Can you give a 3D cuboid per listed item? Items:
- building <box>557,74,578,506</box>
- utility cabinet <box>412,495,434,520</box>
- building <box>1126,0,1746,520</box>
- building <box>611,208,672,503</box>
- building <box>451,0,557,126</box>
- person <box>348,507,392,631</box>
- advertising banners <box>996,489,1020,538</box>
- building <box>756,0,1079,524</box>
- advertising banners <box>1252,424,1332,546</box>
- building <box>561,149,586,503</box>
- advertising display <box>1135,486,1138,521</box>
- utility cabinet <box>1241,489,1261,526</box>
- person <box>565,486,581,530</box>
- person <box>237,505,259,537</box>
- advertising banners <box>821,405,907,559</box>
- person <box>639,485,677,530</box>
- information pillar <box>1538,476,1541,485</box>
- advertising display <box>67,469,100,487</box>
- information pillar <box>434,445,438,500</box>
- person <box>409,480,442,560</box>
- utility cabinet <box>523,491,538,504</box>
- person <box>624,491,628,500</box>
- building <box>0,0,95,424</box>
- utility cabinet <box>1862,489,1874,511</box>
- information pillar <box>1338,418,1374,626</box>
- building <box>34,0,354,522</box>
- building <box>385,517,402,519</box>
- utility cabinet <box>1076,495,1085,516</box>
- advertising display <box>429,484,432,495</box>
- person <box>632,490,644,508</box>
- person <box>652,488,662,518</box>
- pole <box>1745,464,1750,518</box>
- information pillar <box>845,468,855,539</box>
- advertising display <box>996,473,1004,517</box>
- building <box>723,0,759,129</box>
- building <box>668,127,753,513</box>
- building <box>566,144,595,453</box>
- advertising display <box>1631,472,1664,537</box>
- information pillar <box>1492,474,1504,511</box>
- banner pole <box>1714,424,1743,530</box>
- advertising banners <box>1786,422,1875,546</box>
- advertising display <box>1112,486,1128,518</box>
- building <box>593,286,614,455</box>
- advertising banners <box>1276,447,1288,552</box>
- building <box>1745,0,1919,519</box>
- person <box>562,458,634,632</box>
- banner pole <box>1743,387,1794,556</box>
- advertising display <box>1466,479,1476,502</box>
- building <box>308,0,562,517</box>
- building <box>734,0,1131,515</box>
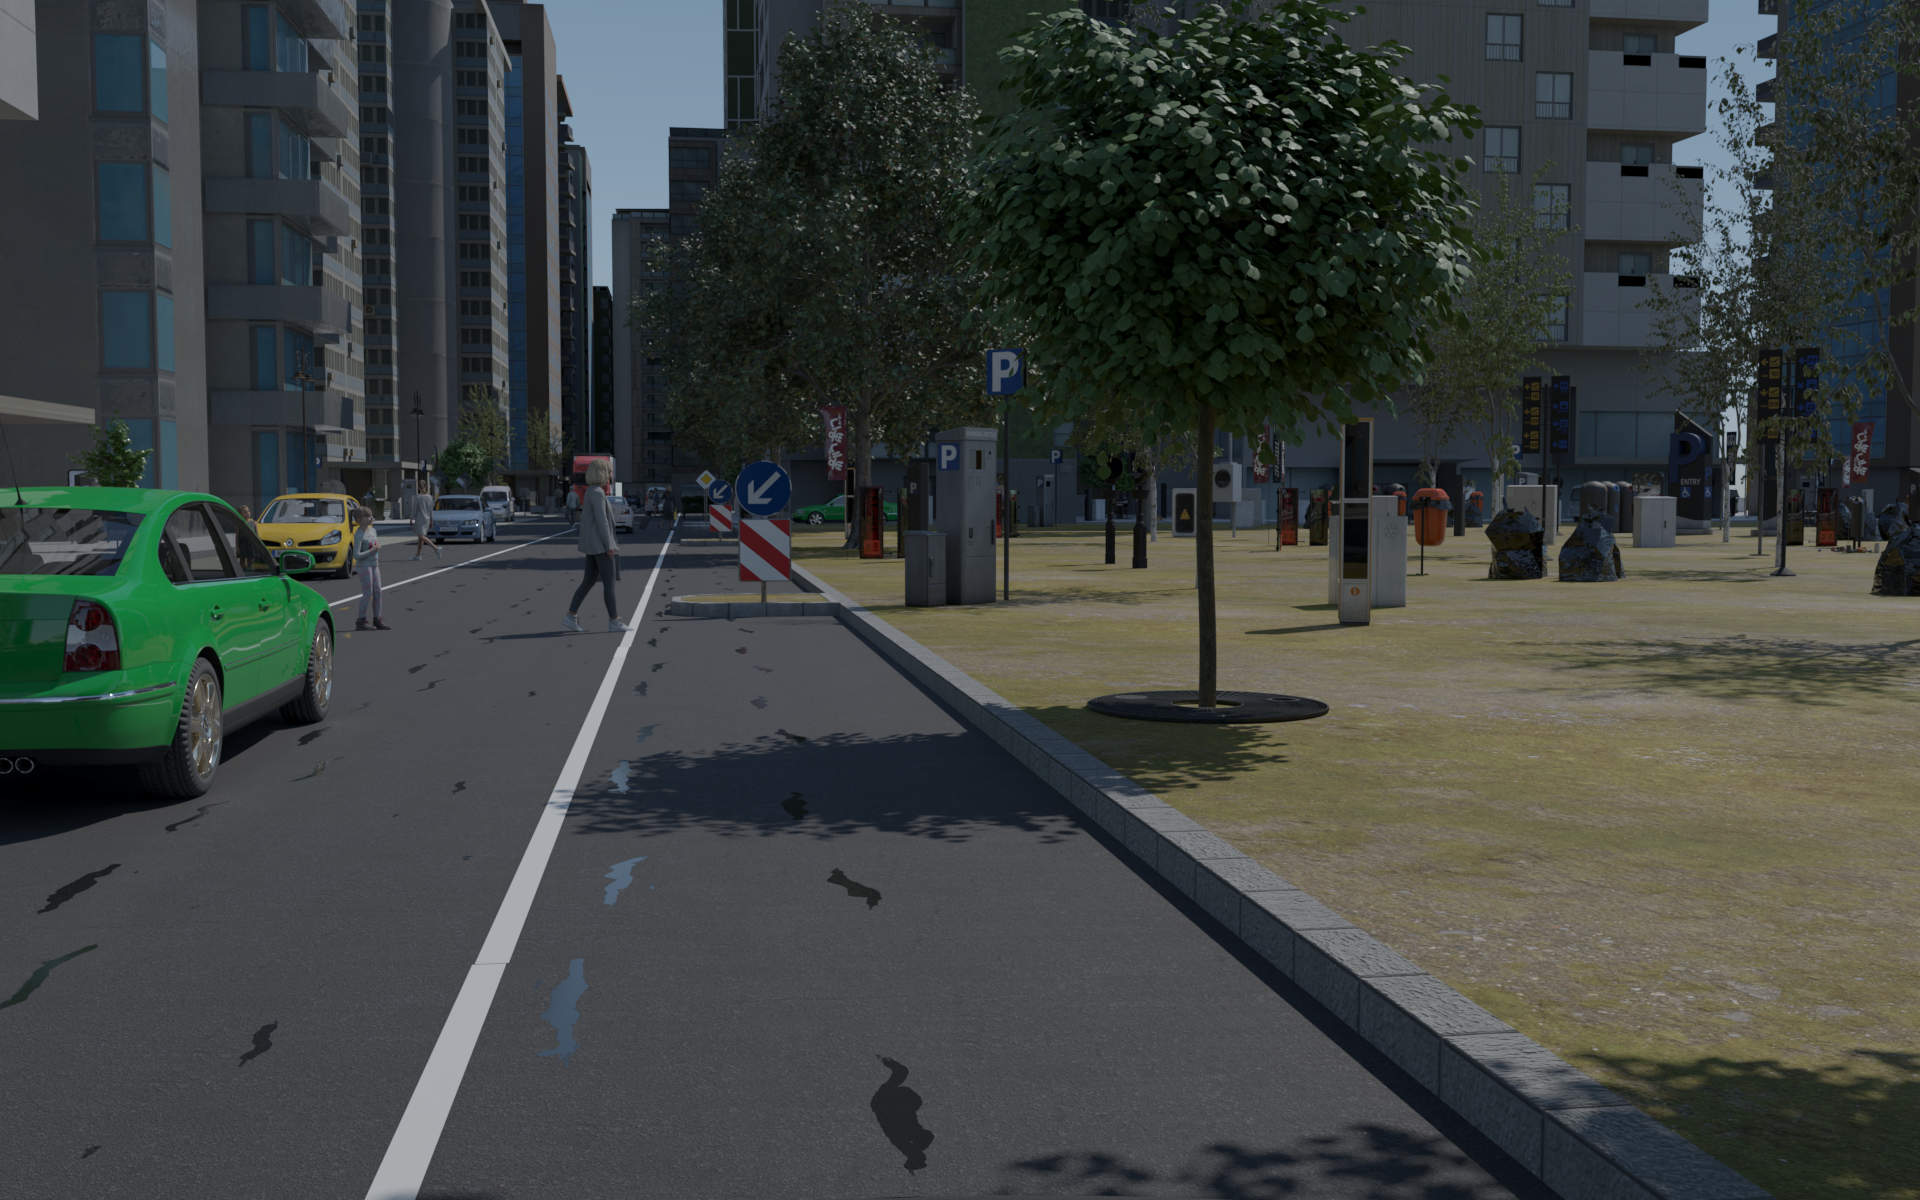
[{"bbox_3d":[-50.901,-31.925,176.591,22.147,44.769,28.867,-1,4,-9],"label":"building"},{"bbox_3d":[-26.729,-4.588,86.168,1.020,1.237,0.306,-1,4,-13],"label":"utility cabinet"},{"bbox_3d":[24.443,-31.077,97.340,27.495,52.752,28.713,-1,4,-9],"label":"building"},{"bbox_3d":[-41.100,-34.094,241.033,14.086,41.232,14.154,-1,4,-9],"label":"building"},{"bbox_3d":[-43.673,-30.938,155.949,14.600,45.320,14.200,-1,4,-9],"label":"building"},{"bbox_3d":[-6.197,-0.333,18.216,0.394,1.301,0.425,0,4,-3],"label":"person"},{"bbox_3d":[1.086,-3.307,50.250,0.090,3.025,2.074,3,4,39],"label":"advertising banners"},{"bbox_3d":[-2.526,-24.481,83.855,14.086,41.232,14.154,-1,4,-9],"label":"building"},{"bbox_3d":[8.221,-2.873,43.154,2.074,3.025,0.090,1,4,20],"label":"advertising banners"},{"bbox_3d":[-50.815,-31.545,199.361,14.154,41.232,14.086,-1,4,-9],"label":"building"},{"bbox_3d":[7.068,-3.864,68.386,0.123,1.923,0.974,0,4,-5],"label":"advertising display"},{"bbox_3d":[11.371,-3.685,68.926,1.173,1.500,0.318,0,4,2],"label":"utility cabinet"},{"bbox_3d":[-15.626,-3.739,70.116,0.515,1.767,0.782,2,4,27],"label":"person"},{"bbox_3d":[-11.158,-0.854,27.130,0.362,1.253,0.373,-2,4,-31],"label":"person"},{"bbox_3d":[-1.726,-2.331,34.304,2.074,3.025,0.090,-1,4,-16],"label":"advertising banners"},{"bbox_3d":[-12.096,-3.725,69.622,1.509,1.804,0.699,1,4,12],"label":"person"},{"bbox_3d":[23.685,-4.031,70.396,0.304,2.012,0.304,-1,4,-21],"label":"information pillar"},{"bbox_3d":[-22.753,-2.449,45.251,0.974,1.923,0.123,-2,4,-33],"label":"advertising display"},{"bbox_3d":[-24.803,-5.546,82.033,0.183,3.616,0.504,-2,4,-27],"label":"information pillar"},{"bbox_3d":[-11.530,-1.717,37.325,0.760,1.731,0.466,0,4,1],"label":"person"},{"bbox_3d":[-36.547,-8.480,147.333,1.173,1.500,0.318,1,4,11],"label":"utility cabinet"},{"bbox_3d":[-32.800,-9.812,169.648,0.721,1.743,1.217,-3,5,-39],"label":"person"},{"bbox_3d":[-29.754,-26.373,20.435,28.713,52.752,27.495,-1,4,-9],"label":"building"},{"bbox_3d":[40.972,-4.253,78.223,0.318,1.500,1.173,1,4,20],"label":"utility cabinet"},{"bbox_3d":[3.869,-0.762,16.951,0.304,2.012,0.304,1,4,10],"label":"information pillar"},{"bbox_3d":[-36.287,-26.596,54.451,30.456,49.044,23.786,-1,4,-9],"label":"building"},{"bbox_3d":[-46.401,-24.585,93.851,32.217,40.220,23.993,-1,4,-9],"label":"building"},{"bbox_3d":[6.909,-5.461,100.441,1.020,1.237,0.306,2,4,32],"label":"utility cabinet"},{"bbox_3d":[-35.902,-6.804,116.461,0.974,1.923,0.123,2,4,27],"label":"advertising display"},{"bbox_3d":[-32.918,-10.314,177.221,1.350,1.814,0.705,-1,4,-18],"label":"person"},{"bbox_3d":[-18.243,-5.855,104.255,0.654,1.822,0.581,0,4,-8],"label":"person"},{"bbox_3d":[42.830,-6.134,94.142,0.158,3.312,0.155,0,3,0],"label":"pole"},{"bbox_3d":[-3.118,-2.731,49.141,0.304,2.012,0.304,0,4,-5],"label":"information pillar"},{"bbox_3d":[1.099,-2.929,53.109,0.974,1.923,0.123,3,5,43],"label":"advertising display"},{"bbox_3d":[-21.376,-47.699,218.133,20.563,71.187,20.611,-1,4,-9],"label":"building"},{"bbox_3d":[-16.327,-22.551,140.407,14.160,30.474,14.107,-1,4,-9],"label":"building"},{"bbox_3d":[-53.606,-34.686,217.225,14.200,45.320,14.600,-1,4,-9],"label":"building"},{"bbox_3d":[20.384,-2.823,51.375,0.123,1.923,0.974,-3,4,-36],"label":"advertising display"},{"bbox_3d":[19.454,-3.558,62.668,0.304,2.012,0.304,3,5,40],"label":"information pillar"},{"bbox_3d":[27.043,-4.345,61.065,0.401,3.779,0.863,-1,4,-21],"label":"banner pole"},{"bbox_3d":[21.309,-2.837,42.568,2.074,3.025,0.090,3,5,41],"label":"advertising banners"},{"bbox_3d":[8.422,-5.272,91.404,0.974,1.923,0.123,-1,4,-21],"label":"advertising display"},{"bbox_3d":[-55.031,-28.594,239.211,14.107,30.474,14.160,-1,4,-9],"label":"building"},{"bbox_3d":[7.304,-2.645,39.440,0.090,3.025,2.074,1,4,14],"label":"advertising banners"},{"bbox_3d":[54.119,-27.182,94.533,14.200,45.320,14.600,-1,4,-9],"label":"building"},{"bbox_3d":[-3.791,-0.572,18.036,0.728,1.800,0.709,-1,4,-20],"label":"person"},{"bbox_3d":[16.812,-2.801,35.816,0.401,3.779,0.863,-2,4,-35],"label":"banner pole"},{"bbox_3d":[22.300,-4.347,76.292,0.974,1.923,0.123,-2,4,-26],"label":"advertising display"},{"bbox_3d":[-46.294,-26.563,126.190,32.217,40.220,23.993,-1,4,-9],"label":"building"},{"bbox_3d":[1.221,-25.902,115.381,32.217,40.220,23.993,-1,4,-9],"label":"building"}]
